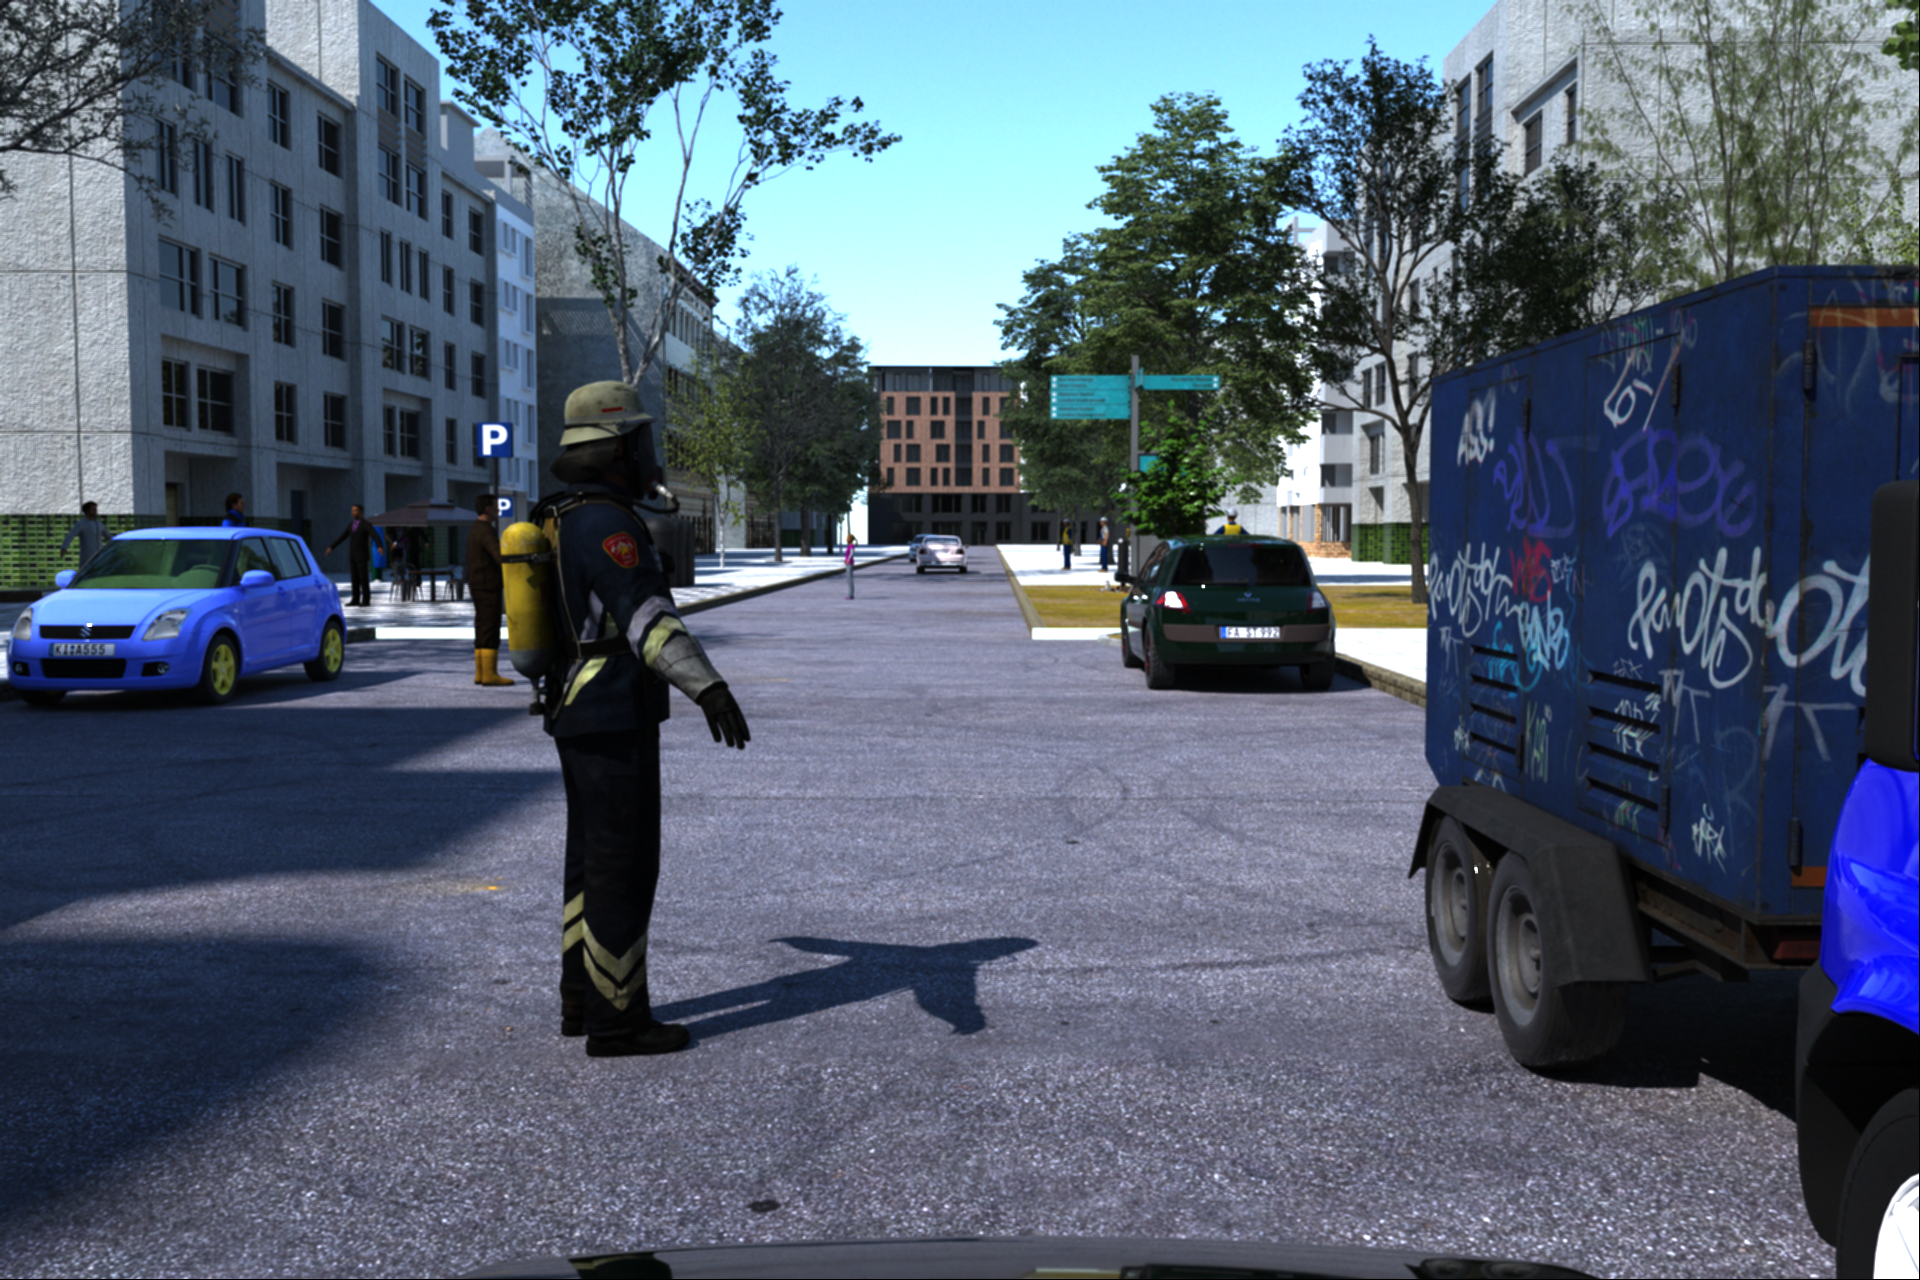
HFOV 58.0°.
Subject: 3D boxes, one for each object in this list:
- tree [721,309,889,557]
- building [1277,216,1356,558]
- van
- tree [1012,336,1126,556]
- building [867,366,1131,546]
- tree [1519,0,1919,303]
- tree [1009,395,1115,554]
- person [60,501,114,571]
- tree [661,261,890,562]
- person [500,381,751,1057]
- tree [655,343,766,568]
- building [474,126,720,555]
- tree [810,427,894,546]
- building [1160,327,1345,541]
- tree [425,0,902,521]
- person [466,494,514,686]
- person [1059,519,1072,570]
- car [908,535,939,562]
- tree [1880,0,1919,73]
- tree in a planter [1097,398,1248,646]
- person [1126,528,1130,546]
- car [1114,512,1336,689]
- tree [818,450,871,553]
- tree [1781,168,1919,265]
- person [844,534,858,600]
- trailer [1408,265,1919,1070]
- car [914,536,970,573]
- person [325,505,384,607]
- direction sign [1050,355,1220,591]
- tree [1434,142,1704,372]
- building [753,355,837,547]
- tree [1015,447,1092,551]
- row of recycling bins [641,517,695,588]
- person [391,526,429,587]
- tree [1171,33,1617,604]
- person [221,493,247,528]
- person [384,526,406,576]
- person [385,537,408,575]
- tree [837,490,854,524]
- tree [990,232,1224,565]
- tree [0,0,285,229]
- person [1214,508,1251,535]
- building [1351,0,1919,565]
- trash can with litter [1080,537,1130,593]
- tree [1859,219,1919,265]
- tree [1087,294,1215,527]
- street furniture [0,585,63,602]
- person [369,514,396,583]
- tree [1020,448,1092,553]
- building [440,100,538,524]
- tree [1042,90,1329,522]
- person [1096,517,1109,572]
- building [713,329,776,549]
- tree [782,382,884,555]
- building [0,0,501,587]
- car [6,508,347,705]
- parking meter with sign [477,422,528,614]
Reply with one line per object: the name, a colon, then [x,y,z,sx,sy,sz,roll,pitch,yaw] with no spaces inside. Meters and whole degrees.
tree: [-8.741,-11.661,97.310,9.857,13.997,8.962,0,3,0]
building: [24.516,-15.152,104.154,16.016,20.090,11.380,0,4,1]
van: [2.218,0.237,0.509,2.240,2.365,5.245,0,4,1]
tree: [6.512,-11.034,98.533,7.486,12.596,7.792,0,3,0]
building: [4.696,-22.827,219.651,32.646,21.610,27.936,0,4,-2]
tree: [8.741,-4.157,18.331,4.360,8.622,3.978,0,3,0]
tree: [7.143,-11.277,110.131,9.928,11.665,9.643,0,3,0]
person: [-14.014,-1.334,27.995,0.705,1.806,1.347,1,4,21]
tree: [-8.240,-10.279,78.427,12.009,13.543,11.850,0,3,0]
person: [-0.962,0.206,4.872,0.705,1.856,1.354,-2,4,-30]
tree: [-9.238,-7.074,66.017,4.737,8.622,4.395,0,3,0]
building: [-25.225,-16.630,102.835,19.493,23.208,18.063,0,4,0]
tree: [-8.357,-11.713,125.921,7.601,10.594,8.767,-2,4,-31]
building: [26.453,-17.758,156.800,16.747,18.905,31.486,0,4,1]
tree: [-8.131,-11.805,48.897,12.611,20.169,13.585,0,3,0]
person: [-4.450,-0.479,16.428,0.704,1.812,1.346,-2,4,-33]
person: [3.830,-3.454,62.438,0.705,1.833,1.349,-1,4,-12]
car: [-1.681,-4.753,89.720,2.014,1.417,4.499,0,4,1]
tree: [8.540,-5.533,8.600,7.486,12.596,7.792,0,3,0]
tree in a planter: [2.825,-1.561,22.744,1.991,3.239,1.994,0,4,1]
person: [5.996,-3.270,59.238,0.705,1.858,1.354,2,4,25]
car: [2.591,-0.464,17.371,2.009,1.686,4.222,0,4,1]
tree: [-8.098,-10.182,116.835,4.360,8.622,3.978,0,3,0]
tree: [18.225,-5.107,33.866,4.737,8.622,4.395,0,3,0]
person: [-2.470,-1.606,37.988,0.599,1.433,0.991,0,4,-7]
trailer: [2.201,0.085,5.660,1.471,1.999,3.904,0,3,0]
car: [-0.673,-3.180,64.351,2.083,1.381,4.827,0,4,0]
person: [-10.646,-1.492,30.620,1.346,1.802,0.704,2,4,26]
direction sign: [2.608,-2.243,25.434,2.525,3.948,1.411,0,4,1]
tree: [15.104,-6.579,41.972,7.601,10.594,8.767,0,4,6]
building: [-23.158,-19.601,186.941,16.747,18.905,31.486,0,4,2]
tree: [7.719,-11.968,130.094,7.601,10.594,8.767,-2,4,-24]
row of recycling bins: [-7.117,-2.162,42.468,1.069,1.692,3.534,0,4,0]
person: [-13.348,-2.166,42.130,0.721,1.740,1.216,2,4,27]
tree: [8.390,-5.969,32.013,8.767,10.594,7.601,-1,4,-23]
person: [-9.656,-1.053,23.197,0.704,1.831,1.345,-1,4,-9]
person: [-17.210,-2.862,52.941,0.704,1.843,1.345,3,5,42]
person: [-17.690,-2.786,54.818,0.991,1.433,0.599,-1,4,-21]
tree: [-16.489,-18.208,215.821,7.486,12.596,7.792,0,3,0]
tree: [5.998,-10.080,71.457,9.857,13.997,8.962,0,3,0]
tree: [-12.543,-6.562,17.660,12.009,13.543,11.850,0,3,0]
person: [5.034,-1.582,32.335,1.216,1.772,0.721,-1,4,-9]
building: [26.327,-12.130,64.780,16.747,18.905,31.486,0,4,1]
trash can with litter: [3.572,-1.687,38.636,1.678,1.210,2.233,0,4,0]
tree: [21.962,-5.568,41.398,4.360,8.622,3.978,0,3,0]
tree: [6.146,-6.292,53.231,4.360,8.622,3.978,0,3,0]
street furniture: [-22.809,-1.545,32.114,9.812,1.723,11.010,2,4,27]
person: [-15.412,-2.434,45.918,0.704,1.817,1.347,1,4,12]
tree: [7.867,-11.889,120.143,9.928,11.665,9.643,0,3,0]
building: [-27.116,-13.494,77.048,16.016,20.090,11.380,0,4,1]
tree: [5.943,-7.788,45.454,7.486,12.596,7.792,0,3,0]
person: [4.804,-3.193,58.057,0.705,1.847,1.347,0,4,-7]
building: [-27.251,-19.939,156.931,19.493,23.208,18.063,0,4,2]
tree: [-8.295,-11.169,108.368,9.928,11.665,9.643,0,3,0]
building: [-27.924,-11.647,56.894,16.747,18.905,31.486,0,4,1]
car: [-6.983,-0.371,15.655,1.945,1.707,3.694,0,4,1]
parking meter with sign: [-7.240,-1.937,27.933,0.543,3.016,1.738,0,4,1]
